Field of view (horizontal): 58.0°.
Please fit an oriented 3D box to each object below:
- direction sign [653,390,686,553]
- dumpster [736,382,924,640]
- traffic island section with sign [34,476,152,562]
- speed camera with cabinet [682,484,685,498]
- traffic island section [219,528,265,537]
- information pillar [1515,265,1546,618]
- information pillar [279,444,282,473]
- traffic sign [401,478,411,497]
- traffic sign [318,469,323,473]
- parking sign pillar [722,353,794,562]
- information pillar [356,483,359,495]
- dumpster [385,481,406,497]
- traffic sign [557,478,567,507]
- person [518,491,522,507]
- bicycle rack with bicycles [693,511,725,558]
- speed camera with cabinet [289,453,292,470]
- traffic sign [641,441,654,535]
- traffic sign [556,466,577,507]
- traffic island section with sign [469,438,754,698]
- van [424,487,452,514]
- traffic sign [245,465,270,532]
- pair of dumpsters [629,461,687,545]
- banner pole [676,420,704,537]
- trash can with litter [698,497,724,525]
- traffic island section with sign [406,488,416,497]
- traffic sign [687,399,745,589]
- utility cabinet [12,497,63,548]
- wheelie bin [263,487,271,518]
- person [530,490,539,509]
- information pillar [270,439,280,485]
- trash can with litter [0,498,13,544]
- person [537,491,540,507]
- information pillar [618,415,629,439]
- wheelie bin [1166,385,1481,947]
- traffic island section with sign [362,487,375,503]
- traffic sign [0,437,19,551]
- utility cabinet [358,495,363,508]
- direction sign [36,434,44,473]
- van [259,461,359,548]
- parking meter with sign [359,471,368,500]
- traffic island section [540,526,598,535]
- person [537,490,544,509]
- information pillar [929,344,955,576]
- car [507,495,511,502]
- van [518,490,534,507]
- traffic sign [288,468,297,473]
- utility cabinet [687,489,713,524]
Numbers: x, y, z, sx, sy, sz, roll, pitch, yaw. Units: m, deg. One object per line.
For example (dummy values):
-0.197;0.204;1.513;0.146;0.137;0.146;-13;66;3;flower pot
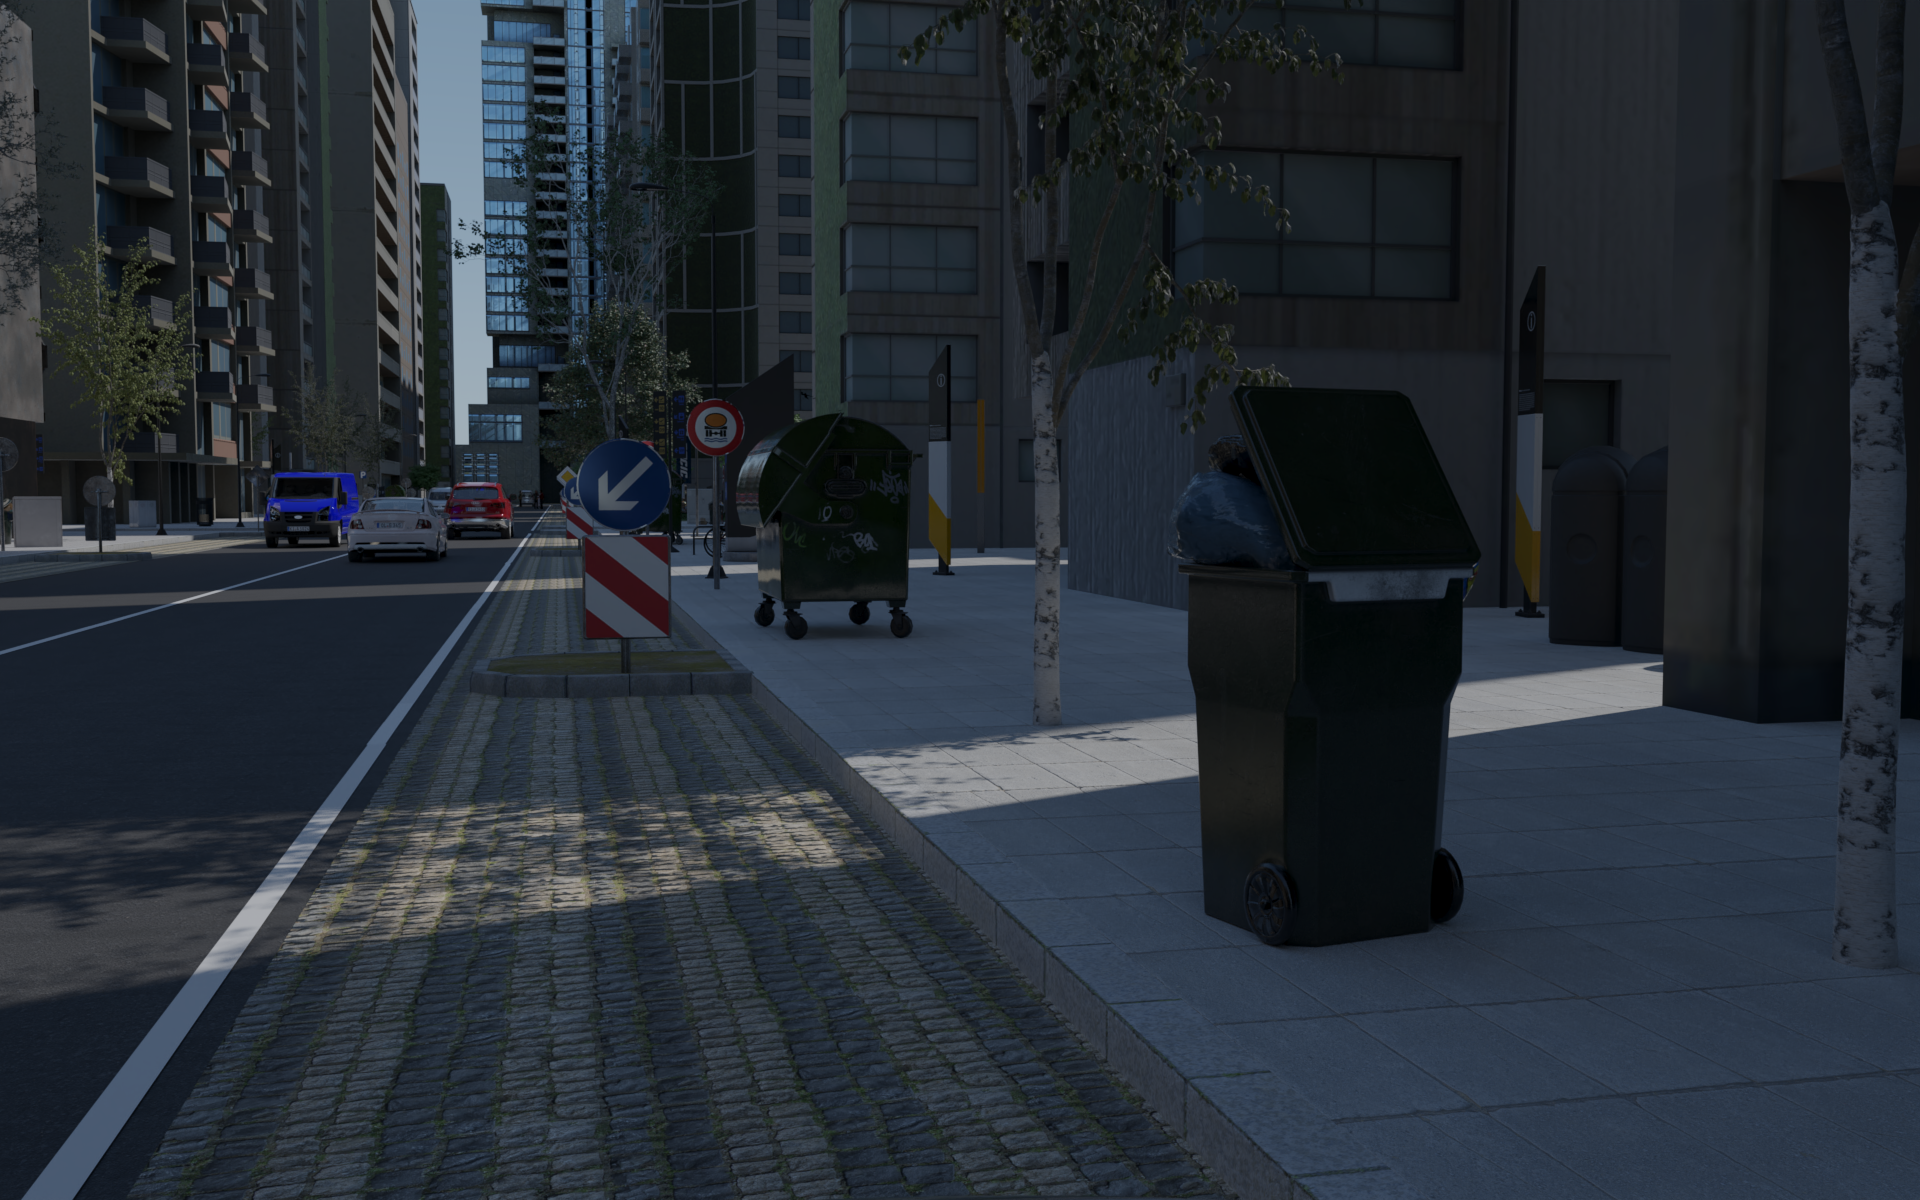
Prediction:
-6.359;-2.813;37.995;0.876;3.537;0.379;2;4;29;direction sign
-1.222;-0.828;16.030;1.502;2.255;1.985;-1;4;-13;dumpster
-18.618;-1.756;37.337;1.989;1.847;2.006;-1;4;-13;traffic island section with sign
-14.702;-6.122;94.423;2.038;3.252;0.660;0;4;-1;speed camera with cabinet
-24.035;-2.264;59.297;2.009;0.180;2.903;-1;4;-13;traffic island section
5.944;-1.633;18.055;0.183;3.616;0.504;0;4;-3;information pillar
-31.505;-5.414;79.867;0.504;3.616;0.183;-1;4;-17;information pillar
-43.899;-8.394;137.348;0.768;2.556;0.104;-1;4;-11;traffic sign
-33.125;-5.488;89.727;0.884;2.594;0.081;0;4;-5;traffic sign
-3.846;-2.737;33.221;1.447;3.967;1.447;-1;4;-13;parking sign pillar
-39.301;-6.619;112.707;0.304;2.012;0.304;-1;4;-10;information pillar
-43.044;-7.914;131.880;1.502;2.255;1.985;-1;4;-13;dumpster
-15.734;-4.017;69.327;0.795;2.450;0.064;-1;4;-13;traffic sign
-48.730;-11.210;191.881;0.705;1.812;1.348;0;4;-1;person
-4.227;-1.383;35.988;2.925;0.926;2.852;-2;4;-25;bicycle rack with bicycles
-31.511;-5.375;82.219;0.660;3.252;2.038;-2;4;-25;speed camera with cabinet
-7.469;-2.522;41.343;0.768;2.556;0.104;-1;4;-11;traffic sign
-13.931;-3.542;61.548;0.795;2.450;0.064;-1;4;-13;traffic sign
-2.658;-0.271;13.056;1.989;1.847;2.006;-1;4;-13;traffic island section with sign
-31.471;-5.998;105.080;2.013;2.044;4.112;-1;4;-14;van
-24.014;-3.401;59.241;0.795;2.450;0.064;-1;4;-13;traffic sign
-8.060;-2.633;45.544;1.574;2.255;4.437;-1;4;-13;pair of dumpsters
-8.102;-3.779;51.799;0.863;3.779;0.401;-2;4;-24;banner pole
-10.421;-3.717;72.156;1.055;1.170;0.624;-2;4;-23;trash can with litter
-37.275;-6.677;117.802;1.989;1.847;2.006;-1;4;-13;traffic island section with sign
-3.273;-1.415;23.248;0.768;2.556;0.104;-1;4;-11;traffic sign
-22.292;-1.877;41.859;1.020;1.237;0.306;-2;4;-35;utility cabinet
-30.065;-4.140;75.602;0.693;1.594;0.980;-2;4;-31;wheelie bin
-40.967;-9.712;167.427;1.348;1.807;0.705;-3;5;-40;person
-29.230;-5.036;73.693;0.183;3.616;0.504;-2;4;-28;information pillar
-24.317;-1.970;43.590;0.624;1.170;1.055;1;4;21;trash can with litter
-45.594;-10.867;186.852;0.551;1.740;0.621;-2;4;-32;person
-9.966;-3.670;51.362;0.183;3.616;0.504;-3;5;-40;information pillar
1.046;0.168;5.165;0.980;1.594;0.693;-2;4;-25;wheelie bin
-31.092;-5.045;91.118;1.989;1.847;2.006;-1;4;-13;traffic island section with sign
-21.568;-2.376;38.957;0.768;2.556;0.104;0;4;-5;traffic sign
-38.074;-6.011;109.442;0.306;1.237;1.020;0;4;7;utility cabinet
-35.095;-4.505;65.655;0.876;3.537;0.379;1;4;12;direction sign
-17.971;-2.675;48.116;2.240;2.365;5.245;-1;4;-12;van
-44.932;-8.276;131.577;1.738;3.016;0.543;3;5;42;parking meter with sign
-13.910;-2.407;61.630;2.009;0.180;2.903;-1;4;-13;traffic island section
-39.820;-9.547;164.561;0.705;1.831;1.348;1;4;13;person
-0.310;-2.202;27.353;0.183;3.616;0.504;-3;4;-38;information pillar
-54.250;-11.820;205.840;1.945;1.354;3.894;-1;4;-13;car
-49.588;-11.698;198.278;2.013;2.044;4.112;-1;4;-13;van
-25.817;-3.876;67.020;0.795;2.450;0.064;-1;4;-13;traffic sign
-10.988;-3.968;73.552;1.173;1.500;0.318;0;4;-4;utility cabinet
